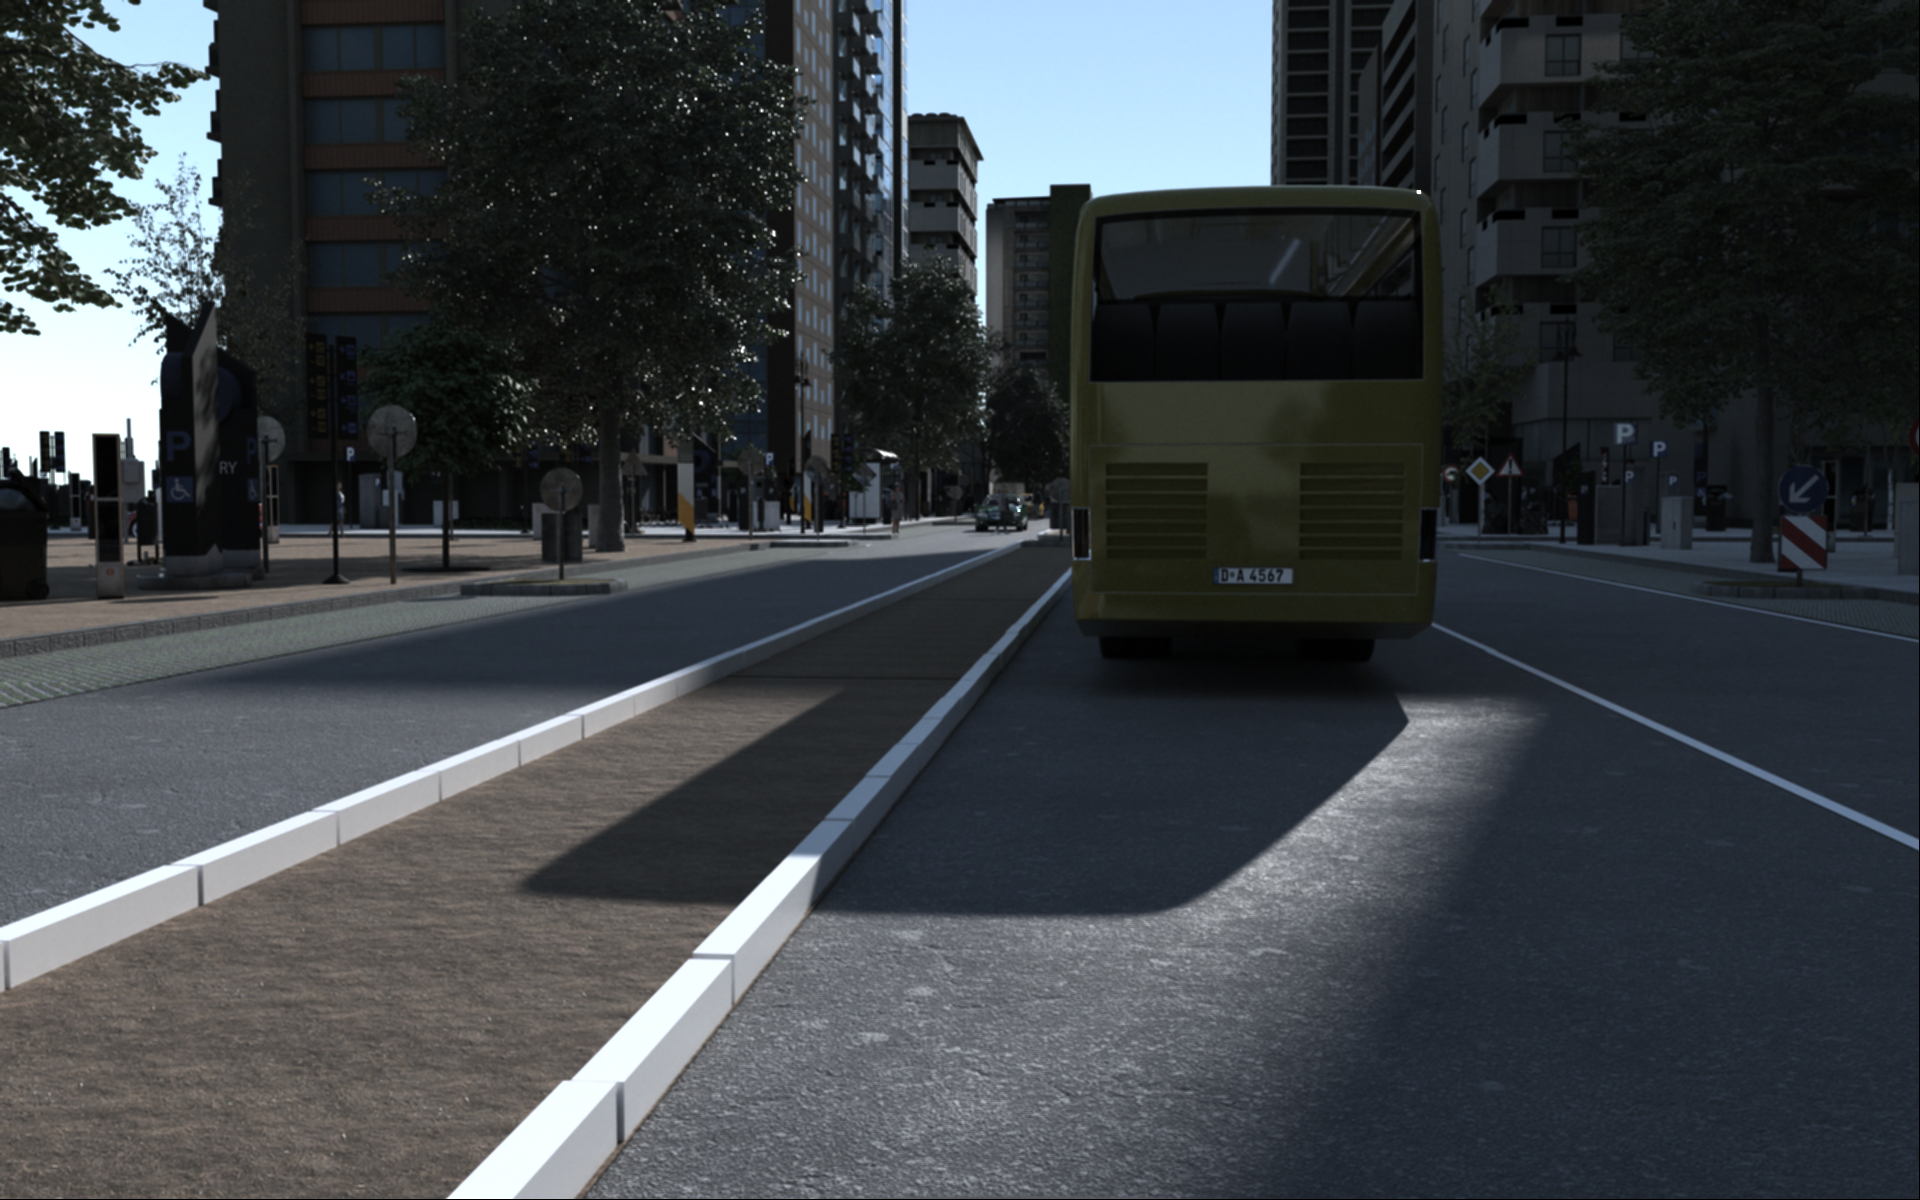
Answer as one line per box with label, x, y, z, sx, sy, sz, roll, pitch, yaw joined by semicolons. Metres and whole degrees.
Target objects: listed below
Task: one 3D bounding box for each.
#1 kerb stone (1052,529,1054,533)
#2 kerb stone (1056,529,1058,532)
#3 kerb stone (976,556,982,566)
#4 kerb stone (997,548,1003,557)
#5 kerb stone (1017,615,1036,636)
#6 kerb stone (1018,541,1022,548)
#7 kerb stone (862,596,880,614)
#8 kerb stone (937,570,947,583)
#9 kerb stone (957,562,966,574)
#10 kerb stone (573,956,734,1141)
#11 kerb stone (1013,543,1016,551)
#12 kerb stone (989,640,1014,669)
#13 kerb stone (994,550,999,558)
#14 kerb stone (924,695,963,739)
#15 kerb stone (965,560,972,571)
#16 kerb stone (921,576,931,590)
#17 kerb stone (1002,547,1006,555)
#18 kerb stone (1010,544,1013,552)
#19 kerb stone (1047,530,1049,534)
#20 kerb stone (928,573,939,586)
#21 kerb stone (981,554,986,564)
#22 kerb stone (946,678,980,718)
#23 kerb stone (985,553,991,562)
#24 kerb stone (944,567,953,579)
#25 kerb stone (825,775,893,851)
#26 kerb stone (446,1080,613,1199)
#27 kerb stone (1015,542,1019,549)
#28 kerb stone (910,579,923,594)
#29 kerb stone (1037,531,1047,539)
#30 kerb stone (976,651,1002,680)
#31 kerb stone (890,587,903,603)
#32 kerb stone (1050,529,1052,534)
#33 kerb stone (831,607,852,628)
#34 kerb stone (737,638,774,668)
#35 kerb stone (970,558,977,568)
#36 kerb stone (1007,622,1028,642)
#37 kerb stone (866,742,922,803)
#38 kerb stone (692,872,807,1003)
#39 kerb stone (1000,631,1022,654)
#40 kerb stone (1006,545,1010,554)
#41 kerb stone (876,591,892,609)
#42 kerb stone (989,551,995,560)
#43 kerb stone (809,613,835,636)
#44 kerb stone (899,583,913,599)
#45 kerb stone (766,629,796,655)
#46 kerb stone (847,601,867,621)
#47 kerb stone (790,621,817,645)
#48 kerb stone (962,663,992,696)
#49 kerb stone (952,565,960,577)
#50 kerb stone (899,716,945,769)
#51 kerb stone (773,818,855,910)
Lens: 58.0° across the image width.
kerb stone;3.125;-2.378;61.092;0.120;0.150;1.000;0;4;6
kerb stone;3.446;-2.560;64.148;0.120;0.150;1.000;0;4;6
kerb stone;0.273;-0.724;34.034;0.120;0.150;1.000;0;4;6
kerb stone;0.808;-1.036;39.131;0.120;0.150;1.000;0;4;6
kerb stone;0.649;0.283;17.564;0.120;0.150;1.000;0;4;6
kerb stone;1.457;-1.409;45.239;0.120;0.150;1.000;0;4;6
kerb stone;-1.127;0.087;20.769;0.120;0.150;1.000;0;4;6
kerb stone;-0.369;-0.344;27.905;0.120;0.150;1.000;0;4;6
kerb stone;-0.048;-0.534;30.967;0.120;0.150;1.000;0;4;6
kerb stone;-0.744;1.101;4.305;0.120;0.150;1.000;0;4;6
kerb stone;1.245;-1.284;43.196;0.120;0.150;1.000;0;4;6
kerb stone;0.330;0.471;14.502;0.120;0.150;1.000;0;4;6
kerb stone;0.696;-0.973;38.108;0.120;0.150;1.000;0;4;6
kerb stone;-0.107;0.719;10.433;0.120;0.150;1.000;0;4;6
kerb stone;0.057;-0.599;31.996;0.120;0.150;1.000;0;4;6
kerb stone;-0.592;-0.221;25.869;0.120;0.150;1.000;0;4;6
kerb stone;0.916;-1.098;40.147;0.120;0.150;1.000;0;4;6
kerb stone;1.135;-1.214;42.180;0.120;0.150;1.000;0;4;6
kerb stone;2.805;-2.192;58.029;0.120;0.150;1.000;0;4;6
kerb stone;-0.483;-0.287;26.887;0.120;0.150;1.000;0;4;6
kerb stone;0.380;-0.786;35.052;0.120;0.150;1.000;0;4;6
kerb stone;0.007;0.659;11.453;0.120;0.150;1.000;0;4;6
kerb stone;0.485;-0.848;36.068;0.120;0.150;1.000;0;4;6
kerb stone;-0.269;-0.411;28.926;0.120;0.150;1.000;0;4;6
kerb stone;-0.426;0.911;7.370;0.120;0.150;1.000;0;4;6
kerb stone;-0.860;1.156;3.290;0.120;0.150;1.000;0;4;6
kerb stone;1.344;-1.347;44.223;0.120;0.150;1.000;0;4;6
kerb stone;-0.696;-0.162;24.852;0.120;0.150;1.000;0;4;6
kerb stone;2.695;-2.129;57.012;0.120;0.150;1.000;0;4;6
kerb stone;0.210;0.537;13.487;0.120;0.150;1.000;0;4;6
kerb stone;-0.910;-0.033;22.814;0.120;0.150;1.000;0;4;6
kerb stone;3.021;-2.317;60.071;0.120;0.150;1.000;0;4;6
kerb stone;-1.340;0.212;18.736;0.120;0.150;1.000;0;4;6
kerb stone;-1.763;0.461;14.651;0.120;0.150;1.000;0;4;6
kerb stone;0.160;-0.662;33.013;0.120;0.150;1.000;0;4;6
kerb stone;0.530;0.345;16.549;0.120;0.150;1.000;0;4;6
kerb stone;-0.321;0.845;8.388;0.120;0.150;1.000;0;4;6
kerb stone;-0.637;1.032;5.337;0.120;0.150;1.000;0;4;6
kerb stone;0.435;0.412;15.525;0.120;0.150;1.000;0;4;6
kerb stone;1.025;-1.159;41.163;0.120;0.150;1.000;0;4;6
kerb stone;-1.016;0.025;21.788;0.120;0.150;1.000;0;4;6
kerb stone;0.597;-0.911;37.091;0.120;0.150;1.000;0;4;6
kerb stone;-1.451;0.274;17.719;0.120;0.150;1.000;0;4;6
kerb stone;-0.803;-0.100;23.836;0.120;0.150;1.000;0;4;6
kerb stone;-1.664;0.404;15.671;0.120;0.150;1.000;0;4;6
kerb stone;-1.228;0.149;19.751;0.120;0.150;1.000;0;4;6
kerb stone;-1.556;0.340;16.699;0.120;0.150;1.000;0;4;6
kerb stone;0.111;0.597;12.470;0.120;0.150;1.000;0;4;6
kerb stone;-0.154;-0.474;29.941;0.120;0.150;1.000;0;4;6
kerb stone;-0.209;0.782;9.404;0.120;0.150;1.000;0;4;6
kerb stone;-0.537;0.979;6.355;0.120;0.150;1.000;0;4;6
